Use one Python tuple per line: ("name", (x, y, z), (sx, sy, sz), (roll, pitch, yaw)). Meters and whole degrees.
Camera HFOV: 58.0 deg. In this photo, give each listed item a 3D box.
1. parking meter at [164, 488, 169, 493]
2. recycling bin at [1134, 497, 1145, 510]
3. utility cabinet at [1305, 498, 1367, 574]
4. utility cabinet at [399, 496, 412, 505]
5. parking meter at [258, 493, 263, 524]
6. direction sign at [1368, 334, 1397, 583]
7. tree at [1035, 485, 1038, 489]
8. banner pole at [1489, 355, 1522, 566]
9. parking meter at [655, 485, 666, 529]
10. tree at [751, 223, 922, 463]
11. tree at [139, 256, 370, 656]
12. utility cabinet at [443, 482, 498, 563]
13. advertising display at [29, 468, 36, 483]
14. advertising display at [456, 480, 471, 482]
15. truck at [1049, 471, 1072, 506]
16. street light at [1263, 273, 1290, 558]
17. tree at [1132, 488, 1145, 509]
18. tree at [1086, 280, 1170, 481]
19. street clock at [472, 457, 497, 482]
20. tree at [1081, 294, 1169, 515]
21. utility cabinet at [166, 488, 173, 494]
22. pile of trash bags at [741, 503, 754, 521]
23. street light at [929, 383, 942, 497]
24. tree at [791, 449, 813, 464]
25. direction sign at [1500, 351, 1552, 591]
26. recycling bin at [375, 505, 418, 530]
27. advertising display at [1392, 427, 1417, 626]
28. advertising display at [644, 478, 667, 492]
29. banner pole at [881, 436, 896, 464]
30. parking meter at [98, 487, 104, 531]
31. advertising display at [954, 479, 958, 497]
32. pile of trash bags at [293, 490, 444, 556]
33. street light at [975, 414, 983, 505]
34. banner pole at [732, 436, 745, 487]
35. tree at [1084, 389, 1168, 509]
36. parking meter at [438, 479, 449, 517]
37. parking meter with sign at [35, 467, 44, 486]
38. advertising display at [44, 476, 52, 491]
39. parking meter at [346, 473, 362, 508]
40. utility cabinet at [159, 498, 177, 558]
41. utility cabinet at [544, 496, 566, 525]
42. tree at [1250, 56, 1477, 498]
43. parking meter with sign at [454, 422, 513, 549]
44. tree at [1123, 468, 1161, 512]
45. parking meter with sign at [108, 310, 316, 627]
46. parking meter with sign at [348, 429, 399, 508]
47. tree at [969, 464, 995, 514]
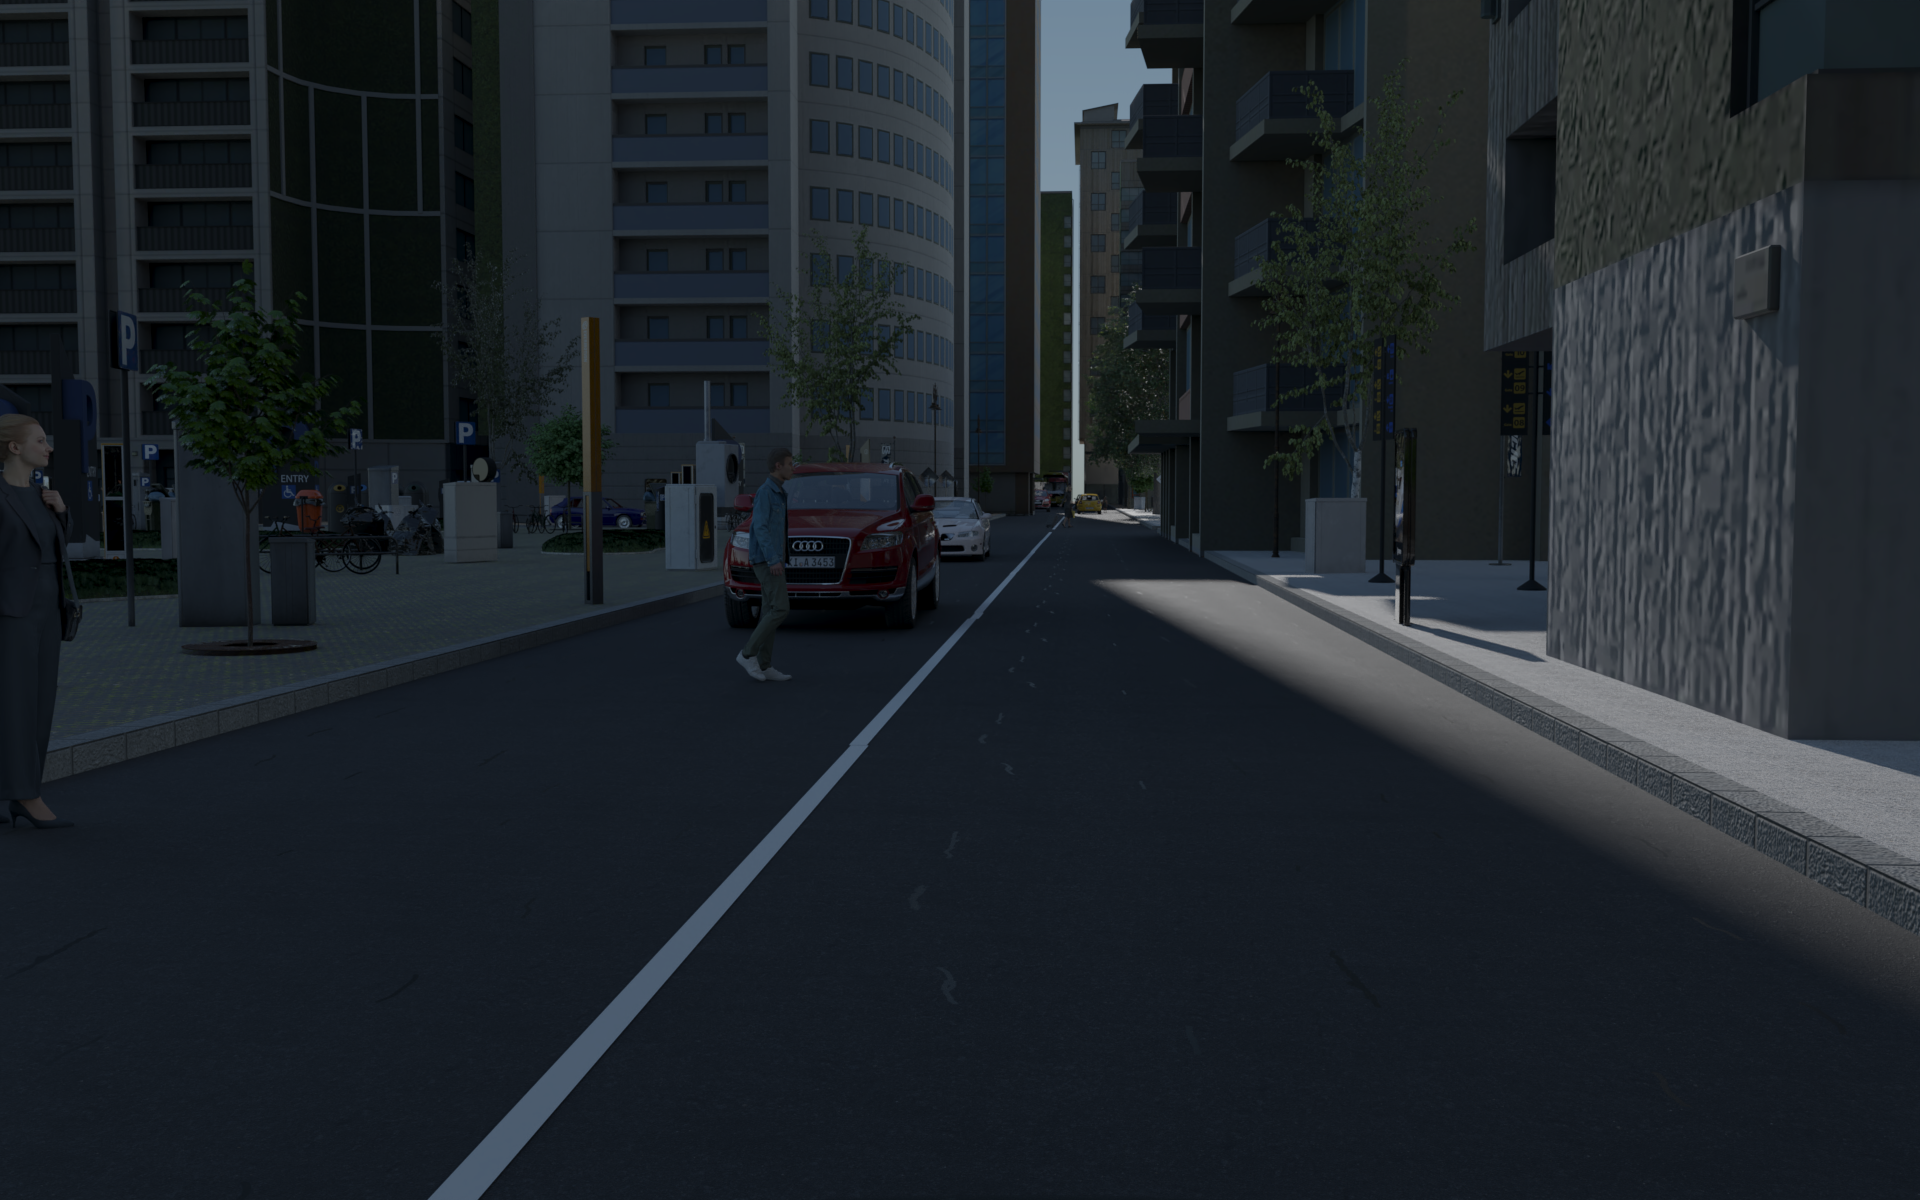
("parking meter", (-27.271, -3.113, 59.312), (0.372, 1.533, 0.369), (0, 3, 0))
("recycling bin", (14.879, -8.002, 143.387), (0.722, 1.027, 0.722), (2, 4, 33))
("utility cabinet", (6.105, -1.040, 28.165), (1.020, 1.237, 0.306), (-2, 4, -25))
("utility cabinet", (-17.419, -2.578, 53.316), (1.020, 1.237, 0.306), (-2, 4, -24))
("parking meter", (-29.858, -4.174, 73.957), (0.255, 1.863, 0.399), (3, 5, 44))
("direction sign", (6.119, -2.020, 25.029), (0.379, 3.537, 0.876), (0, 4, -5))
("tree", (8.227, -12.955, 206.419), (1.663, 3.219, 1.824), (0, 3, 0))
("banner pole", (9.921, -2.523, 31.270), (0.863, 3.779, 0.401), (-3, 5, -40))
("parking meter", (-8.192, -2.396, 47.584), (0.372, 1.533, 0.369), (0, 3, 0))
("tree", (-3.231, -5.882, 46.540), (4.737, 8.622, 4.395), (0, 3, 0))
("tree", (-5.701, -1.197, 14.178), (1.663, 3.219, 1.824), (0, 3, 0))
("utility cabinet", (-9.188, -1.457, 32.493), (0.318, 1.500, 1.173), (1, 4, 23))
("advertising display", (-17.009, -1.606, 31.480), (0.123, 1.923, 0.974), (-1, 4, -10))
("advertising display", (-23.067, -4.615, 80.661), (0.974, 1.923, 0.123), (2, 4, 31))
("truck", (12.107, -13.501, 209.653), (2.839, 4.237, 11.283), (0, 4, 6))
("street light", (6.393, -3.799, 34.899), (0.468, 5.910, 1.993), (0, 4, 4))
("tree", (15.721, -9.685, 152.953), (1.663, 3.219, 1.824), (0, 3, 0))
("tree", (10.915, -10.516, 88.949), (9.611, 12.733, 9.660), (0, 3, 0))
("street clock", (-9.422, -1.822, 34.359), (0.471, 2.002, 0.358), (2, 4, 34))
("tree", (12.476, -12.331, 108.270), (9.857, 13.997, 8.962), (0, 3, 0))
("utility cabinet", (-29.619, -3.392, 64.138), (1.173, 1.500, 0.318), (-1, 4, -17))
("pile of trash bags", (-5.224, -2.593, 52.156), (1.912, 1.369, 3.447), (-3, 5, -40))
("street light", (-1.029, -6.066, 71.971), (0.468, 5.910, 1.993), (0, 4, 4))
("tree", (-6.794, -4.823, 73.456), (1.663, 3.219, 1.824), (0, 3, 0))
("direction sign", (7.639, -1.898, 23.035), (0.876, 3.537, 0.379), (1, 4, 17))
("recycling bin", (-12.836, -1.648, 39.497), (0.722, 1.027, 0.722), (3, 5, 44))
("advertising display", (4.405, -0.732, 17.185), (0.123, 1.923, 0.974), (1, 4, 8))
("advertising display", (-12.611, -4.074, 71.830), (0.974, 1.923, 0.123), (-3, 4, -37))
("banner pole", (-3.031, -5.177, 74.661), (0.863, 3.779, 0.401), (1, 4, 22))
("parking meter", (-21.742, -2.147, 43.521), (0.372, 1.533, 0.369), (0, 3, 0))
("advertising display", (-0.189, -4.378, 76.800), (0.123, 1.923, 0.974), (0, 4, 3))
("pile of trash bags", (-12.690, -1.671, 37.081), (3.447, 1.369, 1.912), (1, 4, 13))
("street light", (1.074, -7.751, 99.510), (0.468, 5.910, 1.993), (0, 4, 4))
("banner pole", (-9.475, -5.136, 73.988), (0.863, 3.779, 0.401), (3, 4, 36))
("tree", (14.246, -13.498, 146.439), (9.928, 11.665, 9.643), (0, 3, 0))
("parking meter", (-19.278, -3.609, 64.717), (0.399, 1.863, 0.255), (-1, 4, -11))
("parking meter with sign", (-52.727, -6.328, 99.724), (0.543, 3.016, 1.738), (1, 4, 20))
("advertising display", (-33.153, -3.518, 62.740), (0.974, 1.923, 0.123), (3, 4, 38))
("parking meter", (-16.854, -2.596, 48.152), (0.399, 1.863, 0.255), (-1, 4, -21))
("utility cabinet", (-13.780, -1.212, 30.984), (0.306, 1.237, 1.020), (1, 4, 23))
("utility cabinet", (-17.023, -3.770, 72.793), (0.306, 1.237, 1.020), (2, 4, 28))
("tree", (6.904, -4.878, 30.110), (4.737, 8.622, 4.395), (0, 3, 0))
("parking meter with sign", (-11.310, -2.754, 41.296), (1.738, 3.016, 0.543), (3, 5, 40))
("tree", (15.041, -9.482, 138.740), (4.285, 4.588, 4.351), (0, 3, 0))
("parking meter with sign", (-7.212, -1.257, 16.816), (1.738, 3.016, 0.543), (0, 4, -8))
("parking meter with sign", (-15.396, -3.058, 46.253), (1.738, 3.016, 0.543), (1, 4, 14))
("tree", (1.643, -7.075, 110.283), (1.663, 3.219, 1.824), (0, 3, 0))
